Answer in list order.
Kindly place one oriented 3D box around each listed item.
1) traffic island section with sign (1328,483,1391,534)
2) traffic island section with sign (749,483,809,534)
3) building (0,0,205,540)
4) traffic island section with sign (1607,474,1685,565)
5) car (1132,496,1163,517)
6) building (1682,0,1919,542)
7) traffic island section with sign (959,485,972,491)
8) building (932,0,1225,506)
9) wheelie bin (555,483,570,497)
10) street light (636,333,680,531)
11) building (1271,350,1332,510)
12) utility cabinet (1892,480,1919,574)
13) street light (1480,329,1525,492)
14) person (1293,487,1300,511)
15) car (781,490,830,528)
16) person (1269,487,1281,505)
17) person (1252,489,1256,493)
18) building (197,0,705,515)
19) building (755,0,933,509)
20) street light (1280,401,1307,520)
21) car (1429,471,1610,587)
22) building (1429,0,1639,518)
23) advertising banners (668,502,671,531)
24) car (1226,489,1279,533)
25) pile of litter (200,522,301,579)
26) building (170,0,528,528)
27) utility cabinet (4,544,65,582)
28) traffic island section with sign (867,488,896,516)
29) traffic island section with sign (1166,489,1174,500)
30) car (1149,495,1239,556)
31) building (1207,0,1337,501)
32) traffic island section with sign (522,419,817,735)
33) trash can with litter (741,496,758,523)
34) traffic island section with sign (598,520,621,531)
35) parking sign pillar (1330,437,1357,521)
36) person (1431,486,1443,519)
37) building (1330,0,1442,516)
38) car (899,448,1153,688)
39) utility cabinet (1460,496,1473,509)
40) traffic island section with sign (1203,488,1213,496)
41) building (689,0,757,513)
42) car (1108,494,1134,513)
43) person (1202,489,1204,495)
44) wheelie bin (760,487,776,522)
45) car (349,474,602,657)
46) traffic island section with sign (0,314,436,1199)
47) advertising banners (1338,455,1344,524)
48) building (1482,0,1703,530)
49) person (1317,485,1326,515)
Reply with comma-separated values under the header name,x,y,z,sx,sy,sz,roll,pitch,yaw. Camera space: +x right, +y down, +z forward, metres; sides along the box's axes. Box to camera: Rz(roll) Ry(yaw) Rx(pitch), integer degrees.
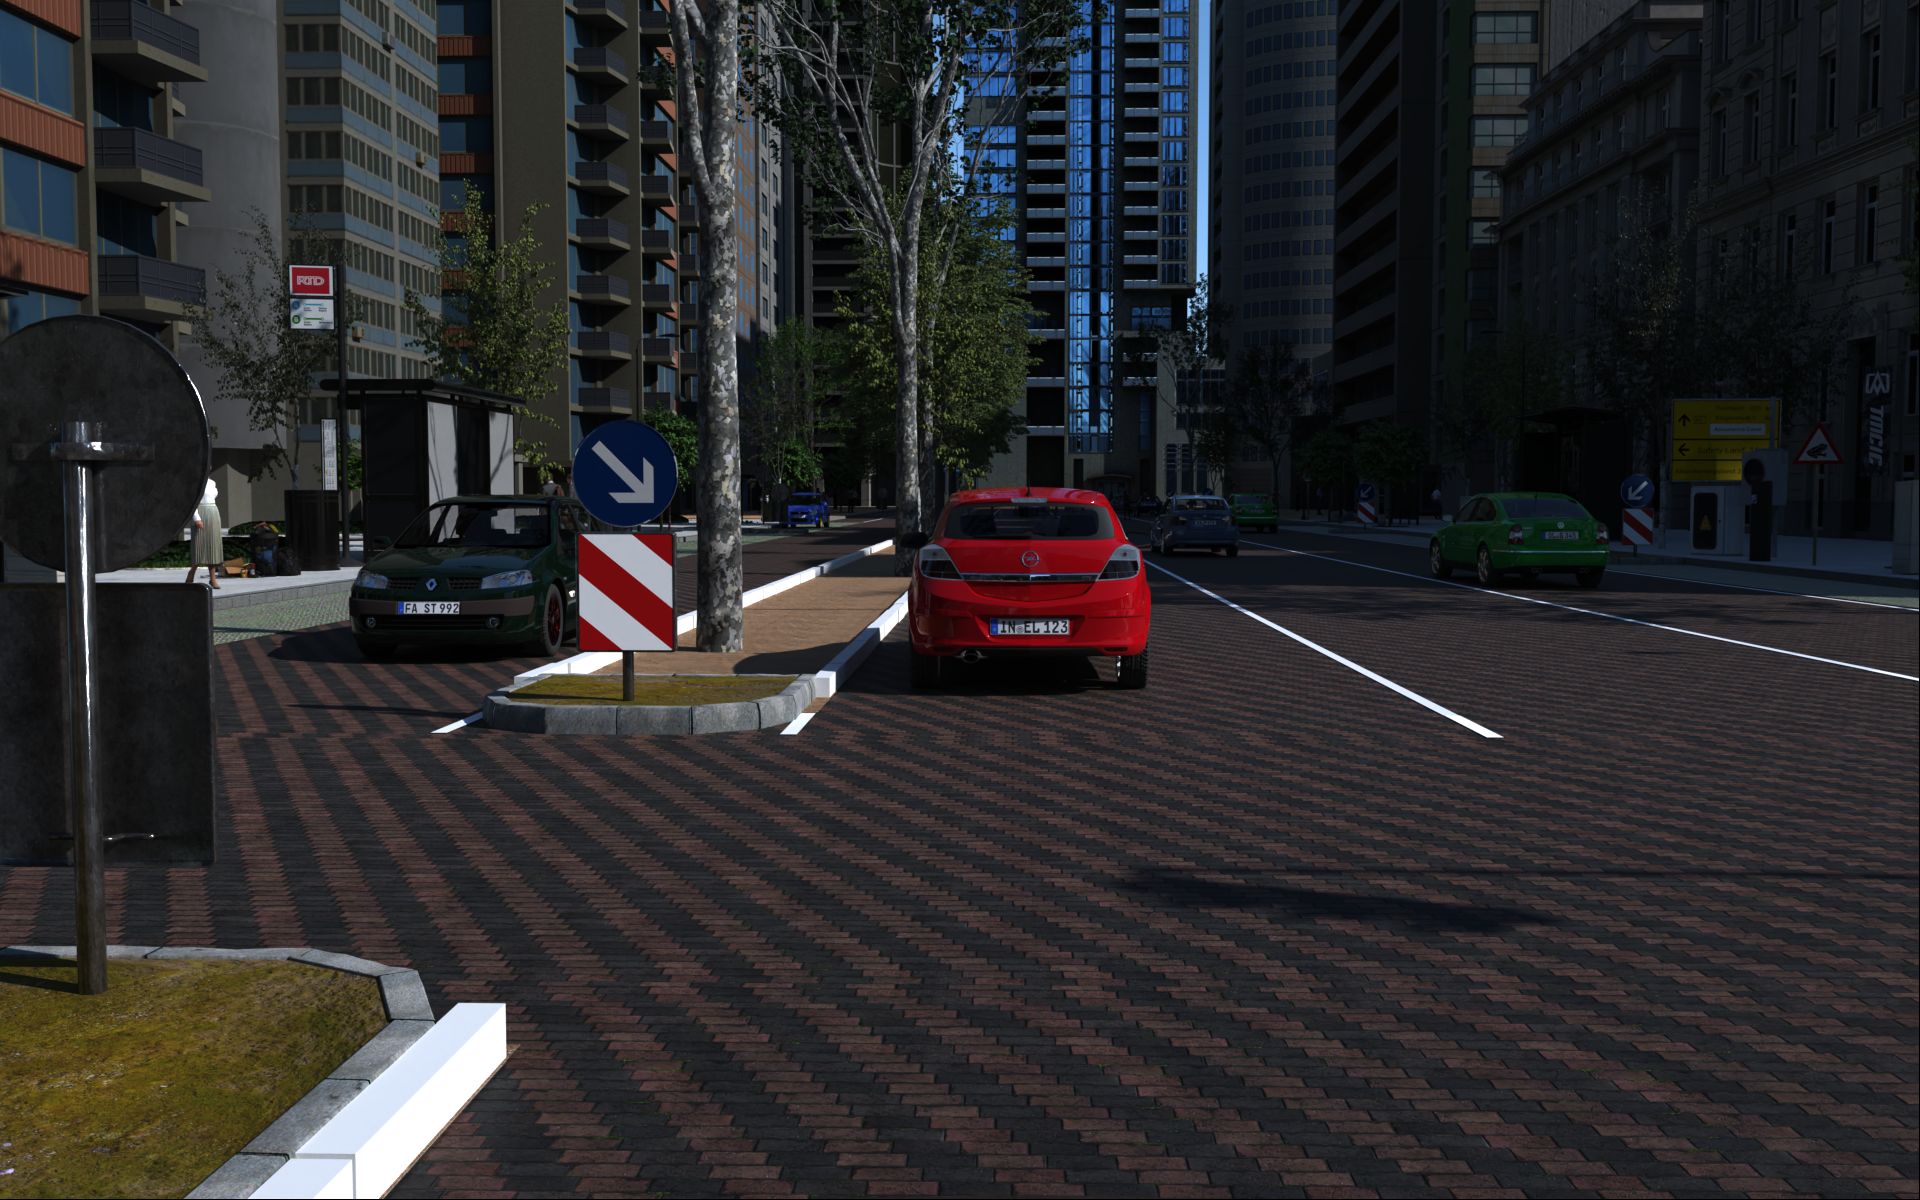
name,x,y,z,sx,sy,sz,roll,pitch,yaw
traffic island section with sign,14.428,-3.308,62.714,1.989,1.847,2.006,0,4,2
traffic island section with sign,-6.581,-3.346,63.329,1.989,1.847,2.006,0,4,2
building,-30.331,-23.345,36.324,22.147,44.769,28.867,0,4,2
traffic island section with sign,13.589,-1.658,35.735,1.989,1.847,2.006,0,4,2
car,12.094,-6.044,111.393,1.945,1.354,3.894,0,4,2
building,30.845,-15.323,47.799,12.463,27.353,25.104,0,4,2
traffic island section with sign,0.266,-4.785,86.366,2.006,1.907,1.989,0,4,2
building,12.213,-53.483,187.117,31.000,86.520,22.319,0,4,2
wheelie bin,-11.248,-2.521,49.133,0.980,1.594,0.693,0,4,7
street light,-8.783,-4.745,50.121,1.470,5.913,1.316,0,4,2
building,38.313,-50.313,135.283,22.319,86.520,31.000,0,4,2
utility cabinet,15.469,-1.171,27.831,1.173,1.500,0.318,-2,4,-31
street light,15.343,-4.672,48.936,1.470,5.913,1.316,0,4,2
person,25.362,-7.605,130.355,0.705,1.831,1.348,2,4,25
car,-6.536,-3.894,73.256,1.945,1.707,3.694,0,4,3
person,21.224,-6.743,117.002,1.217,1.736,0.721,-2,4,-28
person,25.071,-8.613,147.578,1.217,1.735,0.721,-1,4,-13
building,-27.013,-27.362,101.992,22.147,44.769,28.867,0,4,2
building,-13.636,-45.818,187.382,20.611,71.187,20.563,0,4,2
street light,16.582,-6.946,86.101,1.470,5.913,1.316,0,4,2
car,8.953,-1.178,28.057,1.959,1.807,4.718,0,4,0
building,32.768,-25.025,92.754,14.154,41.232,14.086,0,4,2
advertising banners,-9.041,-3.523,53.792,0.090,3.025,2.074,0,4,-8
car,10.733,-3.425,64.790,1.959,1.807,4.718,0,4,0
pile of litter,-11.018,-0.793,26.930,1.176,0.858,1.719,3,5,43
building,-35.475,-23.188,71.002,32.217,40.220,23.993,0,4,2
utility cabinet,-11.883,-0.834,22.319,1.173,1.500,0.318,2,4,30
traffic island section with sign,-5.035,-6.431,113.780,1.989,1.847,2.006,0,4,2
traffic island section with sign,16.805,-8.034,139.988,1.989,1.847,2.006,0,4,2
car,5.551,-1.786,41.197,2.014,1.417,4.499,0,4,1
building,41.787,-39.417,186.470,28.212,58.520,21.231,0,4,2
traffic island section with sign,-2.028,-0.191,11.263,2.006,1.907,1.989,0,4,2
trash can with litter,-9.657,-3.987,76.253,1.678,1.210,2.233,-2,4,-23
traffic island section with sign,-7.405,-1.698,36.386,1.989,1.847,2.006,0,4,2
parking sign pillar,18.414,-5.790,83.134,1.447,3.967,1.447,-1,4,-20
person,24.181,-4.931,87.599,0.436,1.711,0.756,-1,4,-14
building,36.487,-29.757,110.235,21.300,48.544,21.600,0,4,2
car,0.546,-0.320,14.269,2.155,1.783,4.494,0,4,1
utility cabinet,16.720,-2.764,56.356,0.306,1.237,1.020,-2,4,-26
traffic island section with sign,15.976,-6.386,113.046,1.989,1.847,2.006,0,4,2
building,-22.546,-28.966,123.707,14.600,45.320,14.200,0,4,2
car,12.482,-7.482,134.334,2.014,1.417,4.499,0,4,1
person,19.370,-8.024,138.062,0.721,1.723,1.217,-1,4,-8
wheelie bin,-8.789,-4.373,79.405,0.693,1.594,0.980,-1,4,-17
car,-4.401,-0.411,16.508,2.009,1.686,4.222,0,4,1
traffic island section with sign,-2.265,0.262,3.859,2.006,1.907,1.989,0,4,2
advertising banners,16.798,-4.892,76.179,0.090,3.025,2.074,1,4,17
building,31.881,-14.156,73.250,13.314,21.916,24.055,0,4,2
person,22.094,-6.103,105.698,0.599,1.838,0.709,1,4,22
